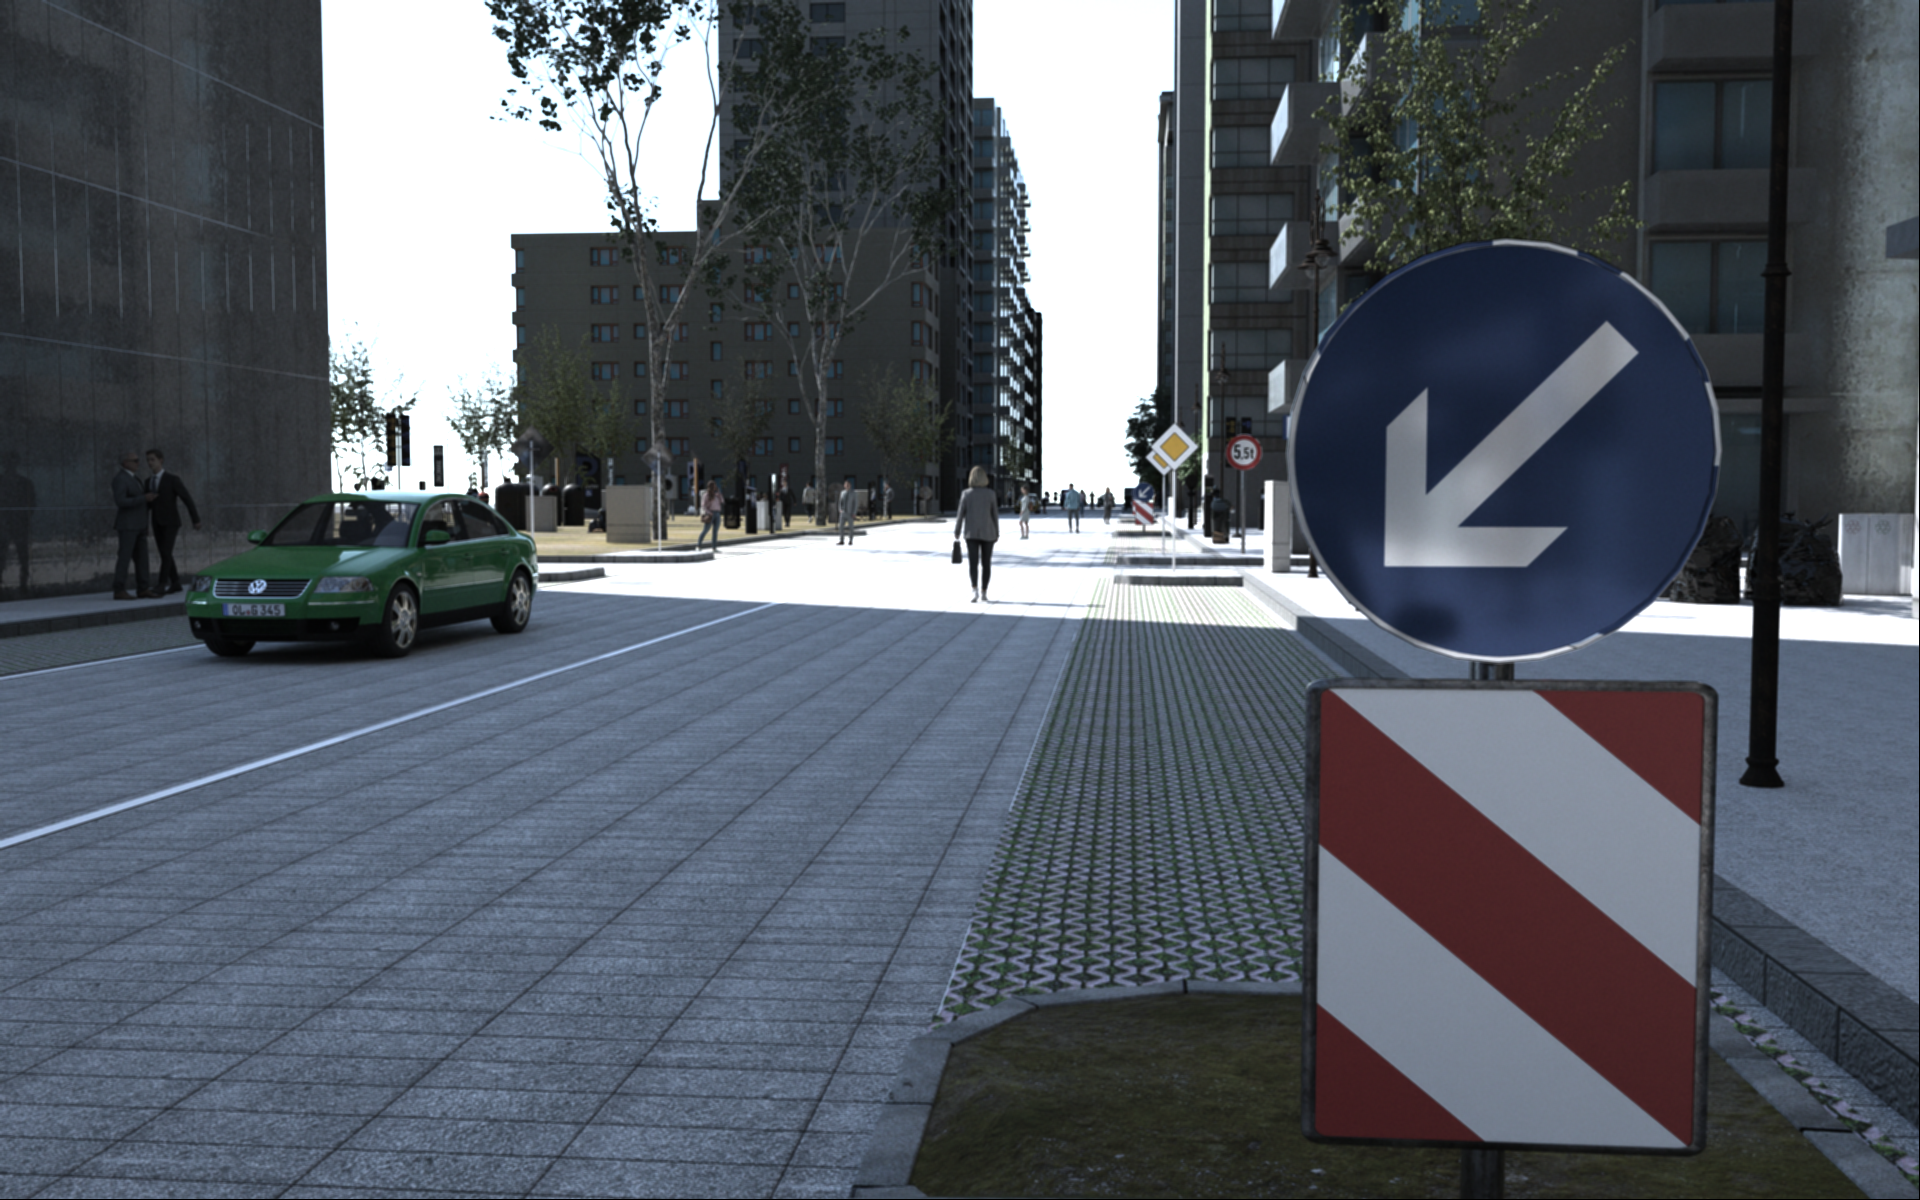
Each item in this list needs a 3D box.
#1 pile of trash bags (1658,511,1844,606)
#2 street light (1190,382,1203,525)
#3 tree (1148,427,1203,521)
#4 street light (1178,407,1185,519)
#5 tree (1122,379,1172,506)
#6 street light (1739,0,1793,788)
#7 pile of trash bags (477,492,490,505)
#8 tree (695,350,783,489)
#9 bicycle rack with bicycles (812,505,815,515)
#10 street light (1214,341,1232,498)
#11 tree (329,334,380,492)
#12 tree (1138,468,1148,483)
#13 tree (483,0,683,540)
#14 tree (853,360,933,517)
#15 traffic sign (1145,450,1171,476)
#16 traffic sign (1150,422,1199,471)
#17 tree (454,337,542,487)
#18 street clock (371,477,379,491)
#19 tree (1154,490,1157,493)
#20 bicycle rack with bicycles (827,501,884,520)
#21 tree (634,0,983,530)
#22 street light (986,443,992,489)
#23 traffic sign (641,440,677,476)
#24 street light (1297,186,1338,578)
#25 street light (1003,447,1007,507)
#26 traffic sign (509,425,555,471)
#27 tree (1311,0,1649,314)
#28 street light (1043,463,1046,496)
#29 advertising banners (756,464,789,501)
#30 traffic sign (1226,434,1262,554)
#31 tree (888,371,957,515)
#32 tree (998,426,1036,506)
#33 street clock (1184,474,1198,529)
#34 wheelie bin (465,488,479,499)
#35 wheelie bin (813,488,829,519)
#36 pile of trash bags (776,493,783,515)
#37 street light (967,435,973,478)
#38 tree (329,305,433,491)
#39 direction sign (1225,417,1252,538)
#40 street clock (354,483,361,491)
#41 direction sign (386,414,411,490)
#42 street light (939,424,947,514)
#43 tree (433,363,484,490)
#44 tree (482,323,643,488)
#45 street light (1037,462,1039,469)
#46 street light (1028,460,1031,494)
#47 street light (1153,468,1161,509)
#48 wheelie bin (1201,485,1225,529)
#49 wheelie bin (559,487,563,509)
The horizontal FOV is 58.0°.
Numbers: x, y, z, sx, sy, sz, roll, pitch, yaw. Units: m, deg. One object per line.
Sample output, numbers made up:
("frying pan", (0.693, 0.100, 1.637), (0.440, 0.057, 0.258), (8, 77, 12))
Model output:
("pile of trash bags", (8.801, -0.690, 21.041), (3.447, 1.369, 1.912), (1, 4, 22))
("street light", (9.785, -6.056, 71.800), (0.468, 5.910, 1.993), (0, 4, 5))
("tree", (11.613, -6.067, 82.901), (4.285, 4.588, 4.351), (0, 3, 0))
("street light", (11.551, -7.215, 90.749), (0.468, 5.910, 1.993), (0, 4, 5))
("tree", (22.351, -17.572, 193.957), (9.857, 13.997, 8.962), (0, 3, 0))
("street light", (3.538, -2.121, 7.466), (0.468, 5.910, 1.993), (0, 4, 5))
("pile of trash bags", (-27.457, -5.751, 103.774), (3.447, 1.369, 1.912), (0, 4, -6))
("tree", (-10.996, -8.413, 87.920), (4.360, 8.622, 3.978), (0, 3, 0))
("bicycle rack with bicycles", (-7.849, -5.704, 106.637), (2.925, 0.926, 2.852), (0, 4, -3))
("street light", (7.952, -4.877, 52.531), (0.468, 5.910, 1.993), (0, 4, 5))
("tree", (-27.542, -7.727, 76.703), (4.737, 8.622, 4.395), (0, 3, 0))
("tree", (19.968, -11.848, 177.434), (4.285, 4.588, 4.351), (0, 3, 0))
("tree", (-7.340, -11.697, 47.141), (12.611, 20.169, 13.585), (0, 3, 0))
("tree", (-3.936, -8.864, 95.288), (4.360, 8.622, 3.978), (0, 3, 0))
("traffic sign", (4.274, -2.077, 36.147), (0.795, 2.593, 0.064), (0, 4, 5))
("traffic sign", (3.507, -1.591, 28.199), (0.795, 2.593, 0.064), (0, 4, 5))
("tree", (-21.313, -7.972, 80.699), (4.360, 8.622, 3.978), (0, 3, 0))
("street clock", (-25.215, -4.287, 74.670), (0.358, 2.002, 0.471), (-2, 4, -33))
("tree", (26.611, -15.368, 245.869), (1.663, 3.219, 1.824), (0, 3, 0))
("bicycle rack with bicycles", (-5.095, -4.439, 85.958), (2.925, 0.926, 2.852), (-1, 4, -10))
("tree", (-5.333, -13.154, 70.955), (12.611, 20.169, 13.585), (0, 3, 0))
("street light", (2.570, -10.980, 152.318), (0.468, 5.910, 1.993), (0, 4, 5))
("traffic sign", (-6.469, -2.141, 37.200), (0.795, 2.593, 0.064), (0, 4, 5))
("street light", (5.418, -3.279, 26.404), (0.468, 5.910, 1.993), (0, 4, 5))
("street light", (4.398, -12.139, 171.260), (0.468, 5.910, 1.993), (0, 4, 5))
("traffic sign", (-7.235, -1.655, 29.252), (0.795, 2.593, 0.064), (0, 4, 5))
("tree", (6.412, -4.413, 22.507), (4.737, 8.622, 4.395), (0, 3, 0))
("street light", (12.397, -17.195, 253.917), (0.468, 5.910, 1.993), (0, 4, 5))
("advertising banners", (-10.839, -6.315, 99.432), (2.074, 3.025, 0.090), (0, 4, 4))
("traffic sign", (6.054, -2.254, 36.962), (0.768, 2.556, 0.104), (1, 4, 13))
("tree", (-2.457, -9.410, 104.212), (4.737, 8.622, 4.395), (0, 3, 0))
("tree", (5.861, -14.411, 185.985), (4.737, 8.622, 4.395), (0, 3, 0))
("street clock", (8.532, -3.632, 63.950), (0.471, 2.002, 0.358), (0, 4, -6))
("wheelie bin", (-26.371, -5.250, 93.748), (0.980, 1.594, 0.693), (1, 4, 22))
("wheelie bin", (-7.199, -5.034, 90.207), (0.980, 1.594, 0.693), (-1, 4, -16))
("pile of trash bags", (-11.734, -5.947, 106.982), (1.912, 1.369, 3.447), (-2, 4, -25))
("street light", (0.756, -9.822, 133.374), (0.468, 5.910, 1.993), (0, 4, 5))
("tree", (-23.250, -7.216, 68.336), (4.360, 8.622, 3.978), (0, 3, 0))
("direction sign", (8.196, -3.614, 51.091), (0.876, 3.537, 0.379), (-1, 4, -22))
("street clock", (-38.634, -6.515, 111.094), (0.358, 2.002, 0.471), (1, 4, 22))
("direction sign", (-15.928, -3.498, 49.193), (0.379, 3.537, 0.876), (2, 4, 28))
("street light", (-1.142, -8.623, 113.777), (0.468, 5.910, 1.993), (0, 4, 5))
("tree", (-27.685, -9.067, 98.602), (4.737, 8.622, 4.395), (0, 3, 0))
("tree", (-16.909, -7.557, 73.925), (4.737, 8.622, 4.395), (0, 3, 0))
("street light", (10.576, -16.020, 234.721), (0.468, 5.910, 1.993), (0, 4, 5))
("street light", (8.668, -14.847, 215.542), (0.468, 5.910, 1.993), (0, 4, 5))
("street light", (18.945, -11.918, 167.641), (0.468, 5.910, 1.993), (0, 4, 5))
("wheelie bin", (9.120, -3.335, 62.434), (0.693, 1.594, 0.980), (-1, 4, -14))
("wheelie bin", (-18.370, -4.360, 79.196), (0.693, 1.594, 0.980), (1, 4, 23))
